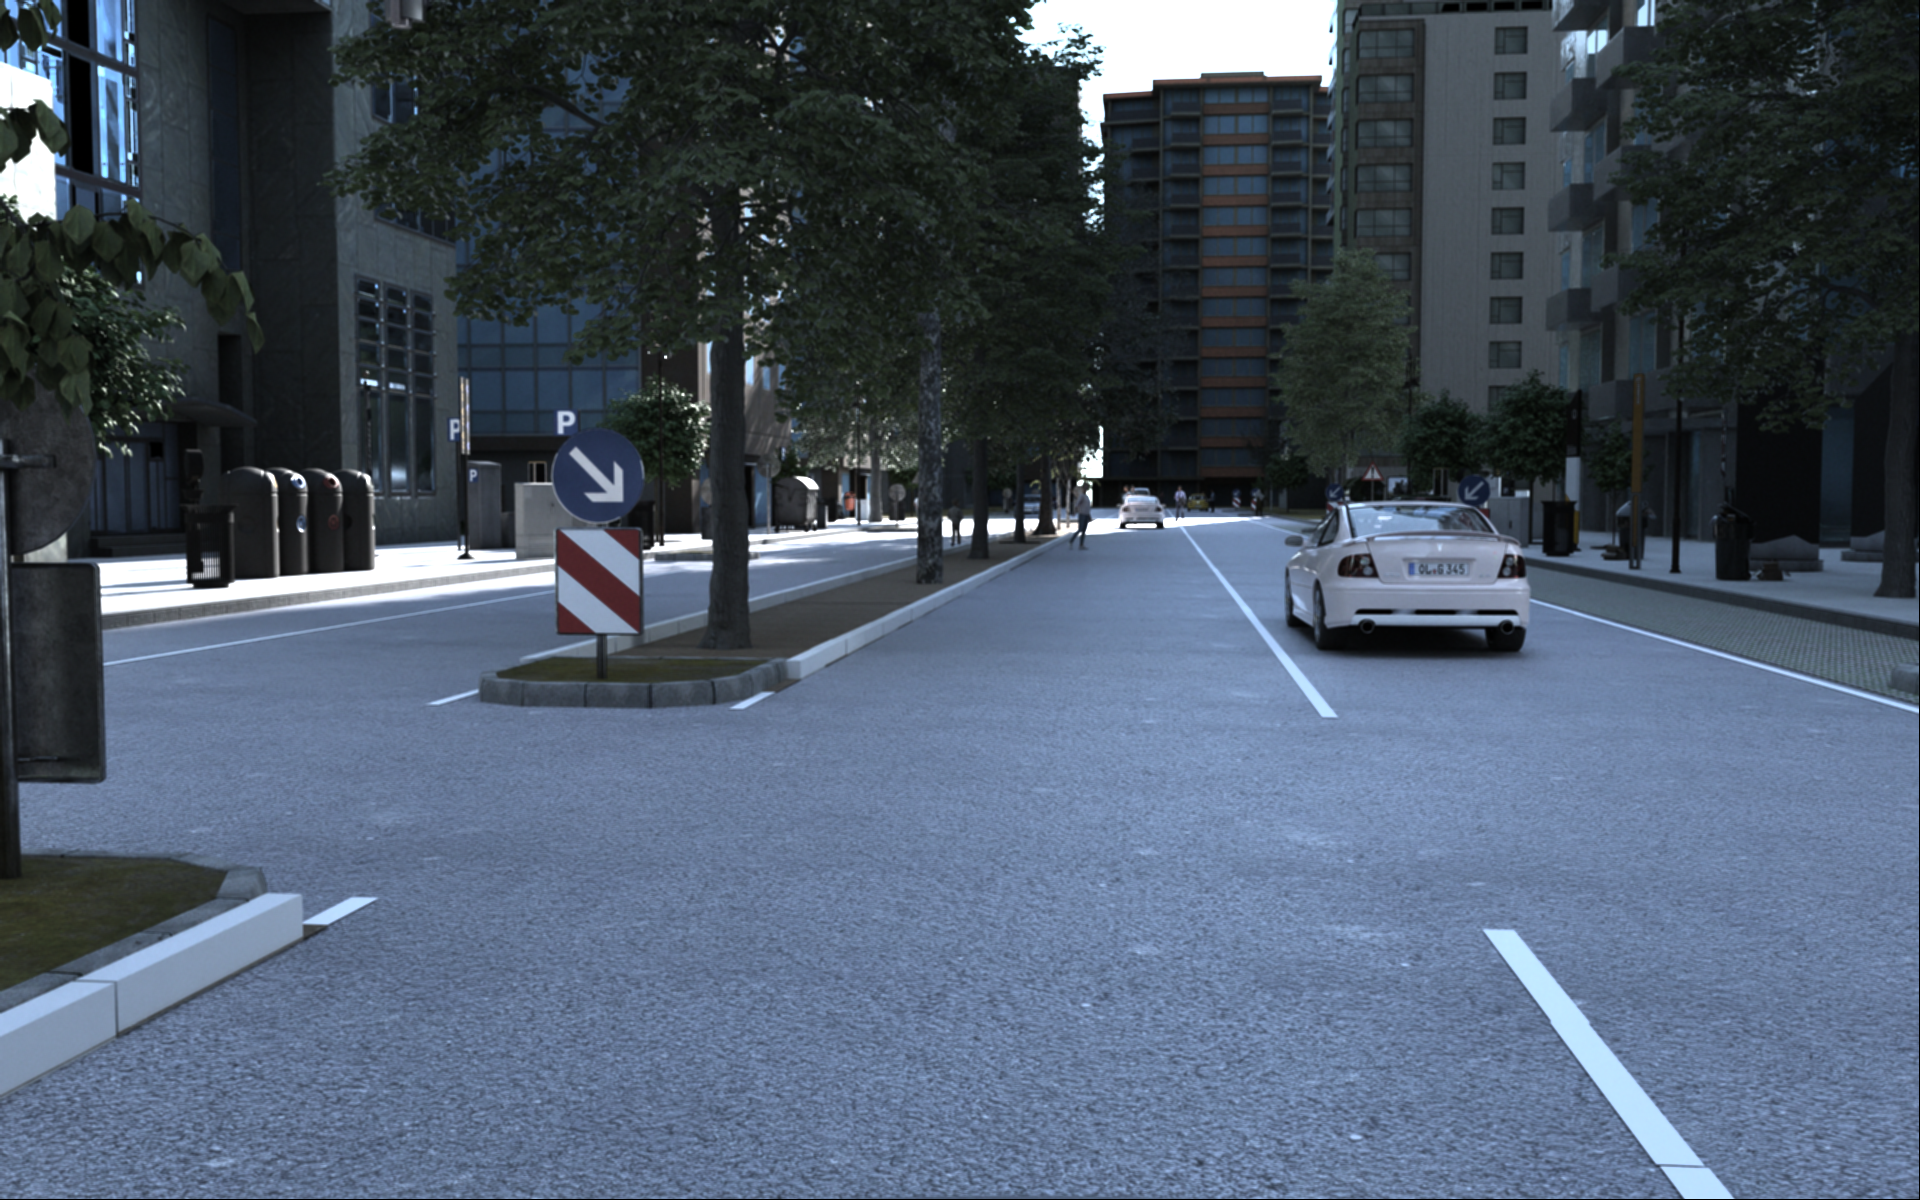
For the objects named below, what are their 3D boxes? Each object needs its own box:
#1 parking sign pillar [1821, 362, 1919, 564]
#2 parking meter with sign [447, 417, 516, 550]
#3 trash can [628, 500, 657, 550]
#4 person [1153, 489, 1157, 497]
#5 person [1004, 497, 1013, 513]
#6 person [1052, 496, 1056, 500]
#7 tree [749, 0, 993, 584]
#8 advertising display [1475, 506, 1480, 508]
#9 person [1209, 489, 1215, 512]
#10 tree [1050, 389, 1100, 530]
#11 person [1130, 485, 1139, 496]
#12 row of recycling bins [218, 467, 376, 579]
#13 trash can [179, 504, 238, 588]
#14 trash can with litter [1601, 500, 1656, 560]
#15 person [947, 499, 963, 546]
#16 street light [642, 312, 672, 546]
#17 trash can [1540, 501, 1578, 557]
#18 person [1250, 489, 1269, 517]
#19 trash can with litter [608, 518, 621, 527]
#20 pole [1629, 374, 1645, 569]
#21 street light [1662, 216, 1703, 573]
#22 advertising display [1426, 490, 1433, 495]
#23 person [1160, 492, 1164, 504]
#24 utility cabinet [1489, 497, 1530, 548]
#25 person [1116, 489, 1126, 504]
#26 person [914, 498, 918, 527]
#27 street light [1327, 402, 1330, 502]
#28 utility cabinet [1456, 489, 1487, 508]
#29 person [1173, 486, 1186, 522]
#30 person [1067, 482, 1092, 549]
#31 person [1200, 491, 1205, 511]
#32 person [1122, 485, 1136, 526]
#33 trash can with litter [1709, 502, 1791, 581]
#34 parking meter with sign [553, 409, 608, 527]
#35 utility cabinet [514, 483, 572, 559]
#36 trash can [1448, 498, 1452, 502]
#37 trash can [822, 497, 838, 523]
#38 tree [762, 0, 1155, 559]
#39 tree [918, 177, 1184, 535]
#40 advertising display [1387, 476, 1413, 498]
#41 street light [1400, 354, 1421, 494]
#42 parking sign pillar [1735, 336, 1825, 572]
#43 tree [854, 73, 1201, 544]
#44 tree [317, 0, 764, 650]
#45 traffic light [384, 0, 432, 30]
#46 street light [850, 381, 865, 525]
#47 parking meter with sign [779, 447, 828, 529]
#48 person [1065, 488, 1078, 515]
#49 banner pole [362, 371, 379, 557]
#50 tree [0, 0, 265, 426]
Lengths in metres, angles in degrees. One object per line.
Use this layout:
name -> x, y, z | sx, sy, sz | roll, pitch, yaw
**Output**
parking sign pillar -> 17.637, -2.723, 32.986 | 1.447, 3.967, 1.447 | -1, 4, -11
parking meter with sign -> -11.010, -2.686, 40.176 | 0.543, 3.016, 1.738 | 2, 4, 31
trash can -> -7.311, -1.717, 39.719 | 0.748, 1.137, 0.748 | 0, 3, 0
person -> 14.890, -7.583, 132.508 | 0.705, 1.821, 1.348 | 1, 4, 22
person -> 3.303, -6.669, 118.228 | 0.721, 1.739, 1.217 | 2, 4, 31
person -> 8.210, -9.096, 157.935 | 1.217, 1.735, 0.721 | 3, 4, 38
tree -> -1.593, -10.376, 27.998 | 12.611, 20.169, 13.585 | 0, 3, 0
advertising display -> 18.619, -3.501, 62.452 | 0.123, 1.923, 0.974 | 1, 4, 8
person -> 19.727, -7.765, 135.440 | 0.705, 1.826, 1.348 | 1, 4, 17
tree -> 3.931, -7.057, 68.199 | 4.737, 8.622, 4.395 | 0, 3, 0
person -> 8.310, -4.528, 82.334 | 0.655, 1.846, 0.447 | -1, 4, -21
row of recycling bins -> -10.609, -1.262, 27.748 | 1.069, 1.692, 3.534 | 1, 4, 13
trash can -> -10.276, -0.739, 23.731 | 0.748, 1.137, 0.748 | 0, 3, 0
trash can with litter -> 13.028, -1.371, 33.797 | 1.055, 1.170, 0.624 | -3, 4, -37
person -> -0.130, -2.115, 47.345 | 0.475, 1.303, 0.640 | 1, 4, 10
street light -> -7.315, -4.253, 42.326 | 0.468, 5.910, 1.993 | 0, 4, 6
trash can -> 12.349, -1.473, 35.739 | 0.748, 1.137, 0.748 | 0, 3, 0
person -> 19.098, -6.197, 110.557 | 1.217, 1.736, 0.721 | 1, 4, 9
trash can with litter -> -7.946, -1.656, 38.463 | 0.624, 1.170, 1.055 | -2, 4, -33
pole -> 11.528, -2.180, 29.478 | 0.158, 3.312, 0.155 | 0, 3, 0
street light -> 11.644, -3.378, 28.017 | 0.468, 5.910, 1.993 | 0, 4, 6
advertising display -> 22.598, -4.768, 83.164 | 0.123, 1.923, 0.974 | 0, 4, -6
person -> 19.037, -9.374, 163.242 | 0.415, 1.643, 0.593 | 1, 4, 22
utility cabinet -> 13.208, -1.868, 41.706 | 0.306, 1.237, 1.020 | -2, 4, -29
person -> 12.735, -7.728, 134.849 | 1.348, 1.824, 0.705 | 3, 5, 43
person -> -1.748, -3.977, 76.126 | 0.523, 1.515, 0.503 | 2, 4, 28
street light -> 18.202, -6.900, 85.605 | 0.468, 5.910, 1.993 | 0, 4, 6
utility cabinet -> 20.661, -3.746, 69.932 | 1.173, 1.500, 0.318 | 3, 4, 37
person -> 11.351, -4.984, 89.853 | 0.709, 1.838, 0.599 | 2, 4, 30
person -> 3.051, -2.176, 44.754 | 0.598, 1.740, 0.731 | 1, 4, 21
person -> 20.482, -8.373, 146.312 | 0.530, 1.710, 0.541 | 1, 4, 17
person -> 7.362, -4.134, 76.192 | 0.778, 1.811, 0.616 | 0, 4, 0
trash can with litter -> 11.785, -0.884, 25.846 | 1.055, 1.170, 0.624 | 1, 4, 10
parking meter with sign -> -7.931, -2.460, 36.490 | 0.543, 3.016, 1.738 | 1, 4, 11
utility cabinet -> -8.179, -1.553, 34.067 | 0.318, 1.500, 1.173 | 3, 4, 37
trash can -> 17.656, -3.171, 63.493 | 0.748, 1.137, 0.748 | 0, 3, 0
trash can -> -5.865, -4.068, 78.172 | 0.748, 1.137, 0.748 | 0, 3, 0
tree -> 0.375, -7.194, 38.203 | 7.486, 12.596, 7.792 | 0, 3, 0
tree -> 3.018, -8.622, 60.429 | 9.611, 12.733, 9.660 | 0, 3, 0
advertising display -> 15.786, -3.485, 62.196 | 0.974, 1.923, 0.123 | 3, 5, 43
street light -> 14.848, -5.164, 57.218 | 0.468, 5.910, 1.993 | 0, 4, 6
parking sign pillar -> 13.732, -2.481, 29.043 | 1.447, 3.967, 1.447 | 2, 4, 26
tree -> 1.742, -8.365, 49.588 | 12.009, 13.543, 11.850 | 0, 3, 0
tree -> -2.201, -5.840, 16.073 | 7.486, 12.596, 7.792 | 0, 3, 0
traffic light -> -6.425, -2.360, 13.253 | 4.771, 5.953, 1.251 | 0, 4, 6
street light -> -4.152, -6.008, 71.025 | 0.468, 5.910, 1.993 | 0, 4, 6
parking meter with sign -> -5.779, -4.156, 64.210 | 1.738, 3.016, 0.543 | 1, 4, 11
person -> 7.698, -6.769, 119.187 | 1.348, 1.822, 0.705 | -3, 5, -39
banner pole -> -11.988, -2.759, 35.124 | 0.401, 3.779, 0.863 | -2, 4, -27
tree -> -3.044, -3.104, 3.574 | 4.737, 8.622, 4.395 | 0, 3, 0
